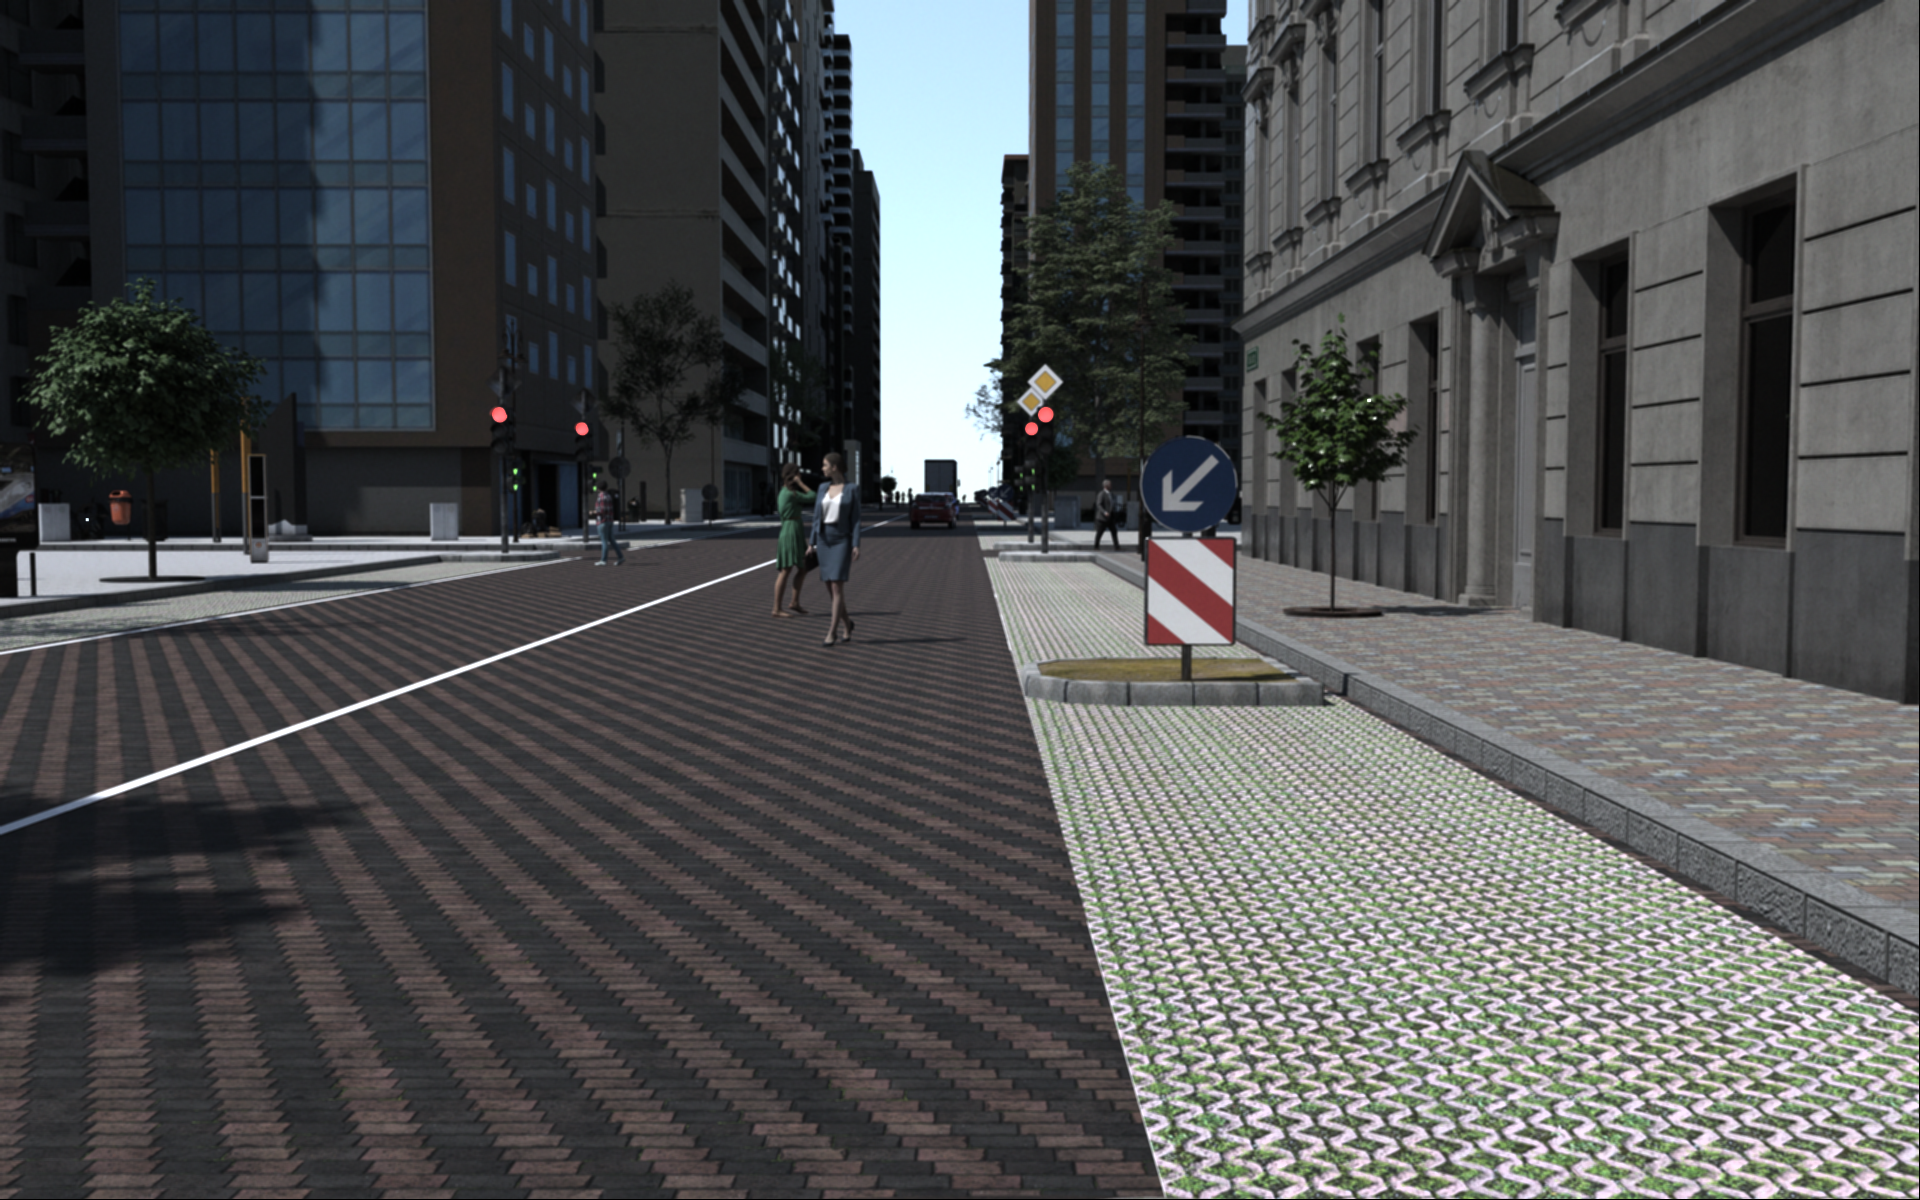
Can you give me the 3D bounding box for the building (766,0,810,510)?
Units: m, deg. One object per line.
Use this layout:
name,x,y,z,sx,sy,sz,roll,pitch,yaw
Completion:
building,-24.425,-31.532,135.155,23.786,49.044,30.456,0,4,0

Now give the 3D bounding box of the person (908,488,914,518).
person,-2.793,-5.657,101.272,0.573,1.790,0.520,-2,4,-27

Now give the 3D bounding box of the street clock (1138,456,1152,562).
street clock,3.557,-1.736,32.948,0.358,2.002,0.471,0,4,2

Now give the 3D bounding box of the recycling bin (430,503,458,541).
recycling bin,-14.235,-2.156,47.804,0.722,1.027,0.722,-1,4,-17

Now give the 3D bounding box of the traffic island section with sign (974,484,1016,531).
traffic island section with sign,1.630,-3.577,67.119,1.989,1.847,2.006,0,4,0

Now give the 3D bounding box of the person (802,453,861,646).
person,-1.148,-0.489,16.513,0.581,1.822,0.654,3,4,38

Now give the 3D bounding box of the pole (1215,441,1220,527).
pole,9.975,-4.488,67.227,0.158,3.312,0.155,0,3,0

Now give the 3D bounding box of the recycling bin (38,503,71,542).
recycling bin,-24.337,-2.073,46.440,0.722,1.027,0.722,-3,5,-40

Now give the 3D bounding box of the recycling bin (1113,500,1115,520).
recycling bin,6.306,-3.809,74.826,0.722,1.027,0.722,0,4,7

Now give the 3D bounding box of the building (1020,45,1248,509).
building,21.651,-28.286,154.354,32.217,40.220,23.993,0,4,0

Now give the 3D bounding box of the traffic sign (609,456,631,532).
traffic sign,-11.502,-3.574,58.545,0.768,2.556,0.104,0,4,4

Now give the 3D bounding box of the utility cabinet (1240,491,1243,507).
utility cabinet,19.510,-6.732,118.747,0.318,1.500,1.173,2,4,31

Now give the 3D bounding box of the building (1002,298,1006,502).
building,12.940,-28.798,242.553,14.160,30.474,14.107,0,4,0

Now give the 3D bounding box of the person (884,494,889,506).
person,-8.828,-11.906,206.389,0.991,1.433,0.599,-3,4,-38

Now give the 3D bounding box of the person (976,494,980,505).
person,2.494,-13.181,224.561,0.990,1.755,0.434,2,4,29

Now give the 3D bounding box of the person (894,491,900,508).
person,-6.545,-10.454,179.936,0.721,1.766,1.217,-2,4,-32

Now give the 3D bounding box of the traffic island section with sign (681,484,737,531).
traffic island section with sign,-9.782,-3.617,67.771,1.989,1.847,2.006,0,4,0

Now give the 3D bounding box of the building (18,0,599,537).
building,-20.630,-24.917,57.503,14.600,45.320,14.200,0,4,0

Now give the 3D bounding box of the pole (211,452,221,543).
pole,-19.605,-3.166,45.603,0.158,3.312,0.155,0,3,0

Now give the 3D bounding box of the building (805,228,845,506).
building,-19.944,-25.381,186.677,14.160,30.474,14.107,0,4,0

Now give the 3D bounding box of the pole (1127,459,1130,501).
pole,9.929,-6.606,101.844,0.158,3.312,0.155,0,3,0

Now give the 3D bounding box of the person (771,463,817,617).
person,-1.987,-0.704,20.252,0.529,1.795,0.600,-2,4,-32

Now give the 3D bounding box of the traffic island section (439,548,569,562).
traffic island section,-9.883,-0.935,37.564,2.009,0.180,2.903,0,4,0

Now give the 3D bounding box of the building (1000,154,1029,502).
building,16.248,-34.568,219.816,22.147,44.769,28.867,0,4,0

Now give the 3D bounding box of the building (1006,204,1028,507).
building,12.211,-24.632,174.433,14.160,30.474,14.107,0,4,0

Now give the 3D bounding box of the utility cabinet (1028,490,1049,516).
utility cabinet,4.518,-5.581,99.932,1.173,1.500,0.318,1,4,18

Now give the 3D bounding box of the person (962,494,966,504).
person,0.618,-14.405,247.249,0.421,1.427,0.697,-2,4,-28

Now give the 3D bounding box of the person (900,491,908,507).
person,-6.466,-11.441,196.283,1.217,1.735,0.721,-1,4,-19

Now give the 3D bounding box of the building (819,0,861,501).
building,-23.487,-55.422,218.822,22.319,86.520,31.000,0,4,0

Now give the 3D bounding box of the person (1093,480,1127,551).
person,3.653,-2.047,42.361,0.834,1.777,0.661,2,4,30

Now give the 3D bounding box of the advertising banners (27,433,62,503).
advertising banners,-26.585,-3.311,50.320,0.090,3.025,2.074,0,4,-4

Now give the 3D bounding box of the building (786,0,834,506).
building,-27.024,-35.154,164.009,28.713,52.752,27.495,0,4,0

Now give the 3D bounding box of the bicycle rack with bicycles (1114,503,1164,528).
bicycle rack with bicycles,6.730,-3.225,66.106,2.852,0.926,2.925,3,5,45

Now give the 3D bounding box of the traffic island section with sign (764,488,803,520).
traffic island section with sign,-9.686,-5.308,95.409,1.989,1.847,2.006,0,4,0

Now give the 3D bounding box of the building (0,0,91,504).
building,-36.255,-22.557,52.399,14.086,41.232,14.154,0,4,0

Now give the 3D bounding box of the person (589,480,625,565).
person,-7.116,-1.563,34.895,0.643,1.720,0.563,1,4,11

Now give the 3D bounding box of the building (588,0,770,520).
building,-22.438,-28.834,95.130,21.300,48.544,21.600,0,4,0

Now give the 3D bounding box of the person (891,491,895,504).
person,-9.189,-13.715,232.748,1.348,1.824,0.705,0,4,6

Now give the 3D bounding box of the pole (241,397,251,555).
pole,-15.067,-2.614,36.585,0.158,3.312,0.155,0,3,0

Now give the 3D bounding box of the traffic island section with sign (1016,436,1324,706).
traffic island section with sign,1.454,-0.240,12.555,1.989,1.847,2.006,0,4,0

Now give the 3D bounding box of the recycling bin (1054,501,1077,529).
recycling bin,3.935,-3.185,64.625,0.722,1.027,0.722,1,4,14

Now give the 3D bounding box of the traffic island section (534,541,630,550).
traffic island section,-9.856,-1.423,45.549,2.009,0.180,2.903,0,4,0

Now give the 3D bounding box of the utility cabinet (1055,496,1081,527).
utility cabinet,4.238,-3.480,68.062,1.020,1.237,0.306,2,4,34

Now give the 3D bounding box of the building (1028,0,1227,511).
building,12.480,-29.645,134.813,14.600,45.320,14.200,0,4,0

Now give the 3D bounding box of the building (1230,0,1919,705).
building,13.681,-14.521,13.840,17.030,29.872,44.131,0,4,0

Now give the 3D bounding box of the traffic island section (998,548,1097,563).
traffic island section,1.858,-0.932,37.518,2.009,0.180,2.903,0,4,0

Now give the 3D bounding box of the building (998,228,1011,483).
building,17.675,-39.425,264.210,23.786,49.044,30.456,0,4,0

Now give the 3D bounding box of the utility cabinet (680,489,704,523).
utility cabinet,-11.749,-4.115,75.961,0.318,1.500,1.173,2,4,34

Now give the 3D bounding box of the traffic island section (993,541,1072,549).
traffic island section,1.886,-1.420,45.503,2.009,0.180,2.903,0,4,0

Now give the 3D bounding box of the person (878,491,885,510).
person,-6.977,-8.863,154.087,0.721,1.739,1.217,-2,4,-31

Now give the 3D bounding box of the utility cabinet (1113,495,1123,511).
utility cabinet,10.530,-6.381,115.494,0.306,1.237,1.020,2,4,27

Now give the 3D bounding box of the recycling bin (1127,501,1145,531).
recycling bin,6.282,-2.976,61.210,0.722,1.027,0.722,1,4,10

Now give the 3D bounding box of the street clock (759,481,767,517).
street clock,-11.246,-5.763,98.803,0.358,2.002,0.471,2,4,29

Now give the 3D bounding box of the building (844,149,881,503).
building,-22.474,-38.075,246.228,21.300,48.544,21.600,0,4,0
